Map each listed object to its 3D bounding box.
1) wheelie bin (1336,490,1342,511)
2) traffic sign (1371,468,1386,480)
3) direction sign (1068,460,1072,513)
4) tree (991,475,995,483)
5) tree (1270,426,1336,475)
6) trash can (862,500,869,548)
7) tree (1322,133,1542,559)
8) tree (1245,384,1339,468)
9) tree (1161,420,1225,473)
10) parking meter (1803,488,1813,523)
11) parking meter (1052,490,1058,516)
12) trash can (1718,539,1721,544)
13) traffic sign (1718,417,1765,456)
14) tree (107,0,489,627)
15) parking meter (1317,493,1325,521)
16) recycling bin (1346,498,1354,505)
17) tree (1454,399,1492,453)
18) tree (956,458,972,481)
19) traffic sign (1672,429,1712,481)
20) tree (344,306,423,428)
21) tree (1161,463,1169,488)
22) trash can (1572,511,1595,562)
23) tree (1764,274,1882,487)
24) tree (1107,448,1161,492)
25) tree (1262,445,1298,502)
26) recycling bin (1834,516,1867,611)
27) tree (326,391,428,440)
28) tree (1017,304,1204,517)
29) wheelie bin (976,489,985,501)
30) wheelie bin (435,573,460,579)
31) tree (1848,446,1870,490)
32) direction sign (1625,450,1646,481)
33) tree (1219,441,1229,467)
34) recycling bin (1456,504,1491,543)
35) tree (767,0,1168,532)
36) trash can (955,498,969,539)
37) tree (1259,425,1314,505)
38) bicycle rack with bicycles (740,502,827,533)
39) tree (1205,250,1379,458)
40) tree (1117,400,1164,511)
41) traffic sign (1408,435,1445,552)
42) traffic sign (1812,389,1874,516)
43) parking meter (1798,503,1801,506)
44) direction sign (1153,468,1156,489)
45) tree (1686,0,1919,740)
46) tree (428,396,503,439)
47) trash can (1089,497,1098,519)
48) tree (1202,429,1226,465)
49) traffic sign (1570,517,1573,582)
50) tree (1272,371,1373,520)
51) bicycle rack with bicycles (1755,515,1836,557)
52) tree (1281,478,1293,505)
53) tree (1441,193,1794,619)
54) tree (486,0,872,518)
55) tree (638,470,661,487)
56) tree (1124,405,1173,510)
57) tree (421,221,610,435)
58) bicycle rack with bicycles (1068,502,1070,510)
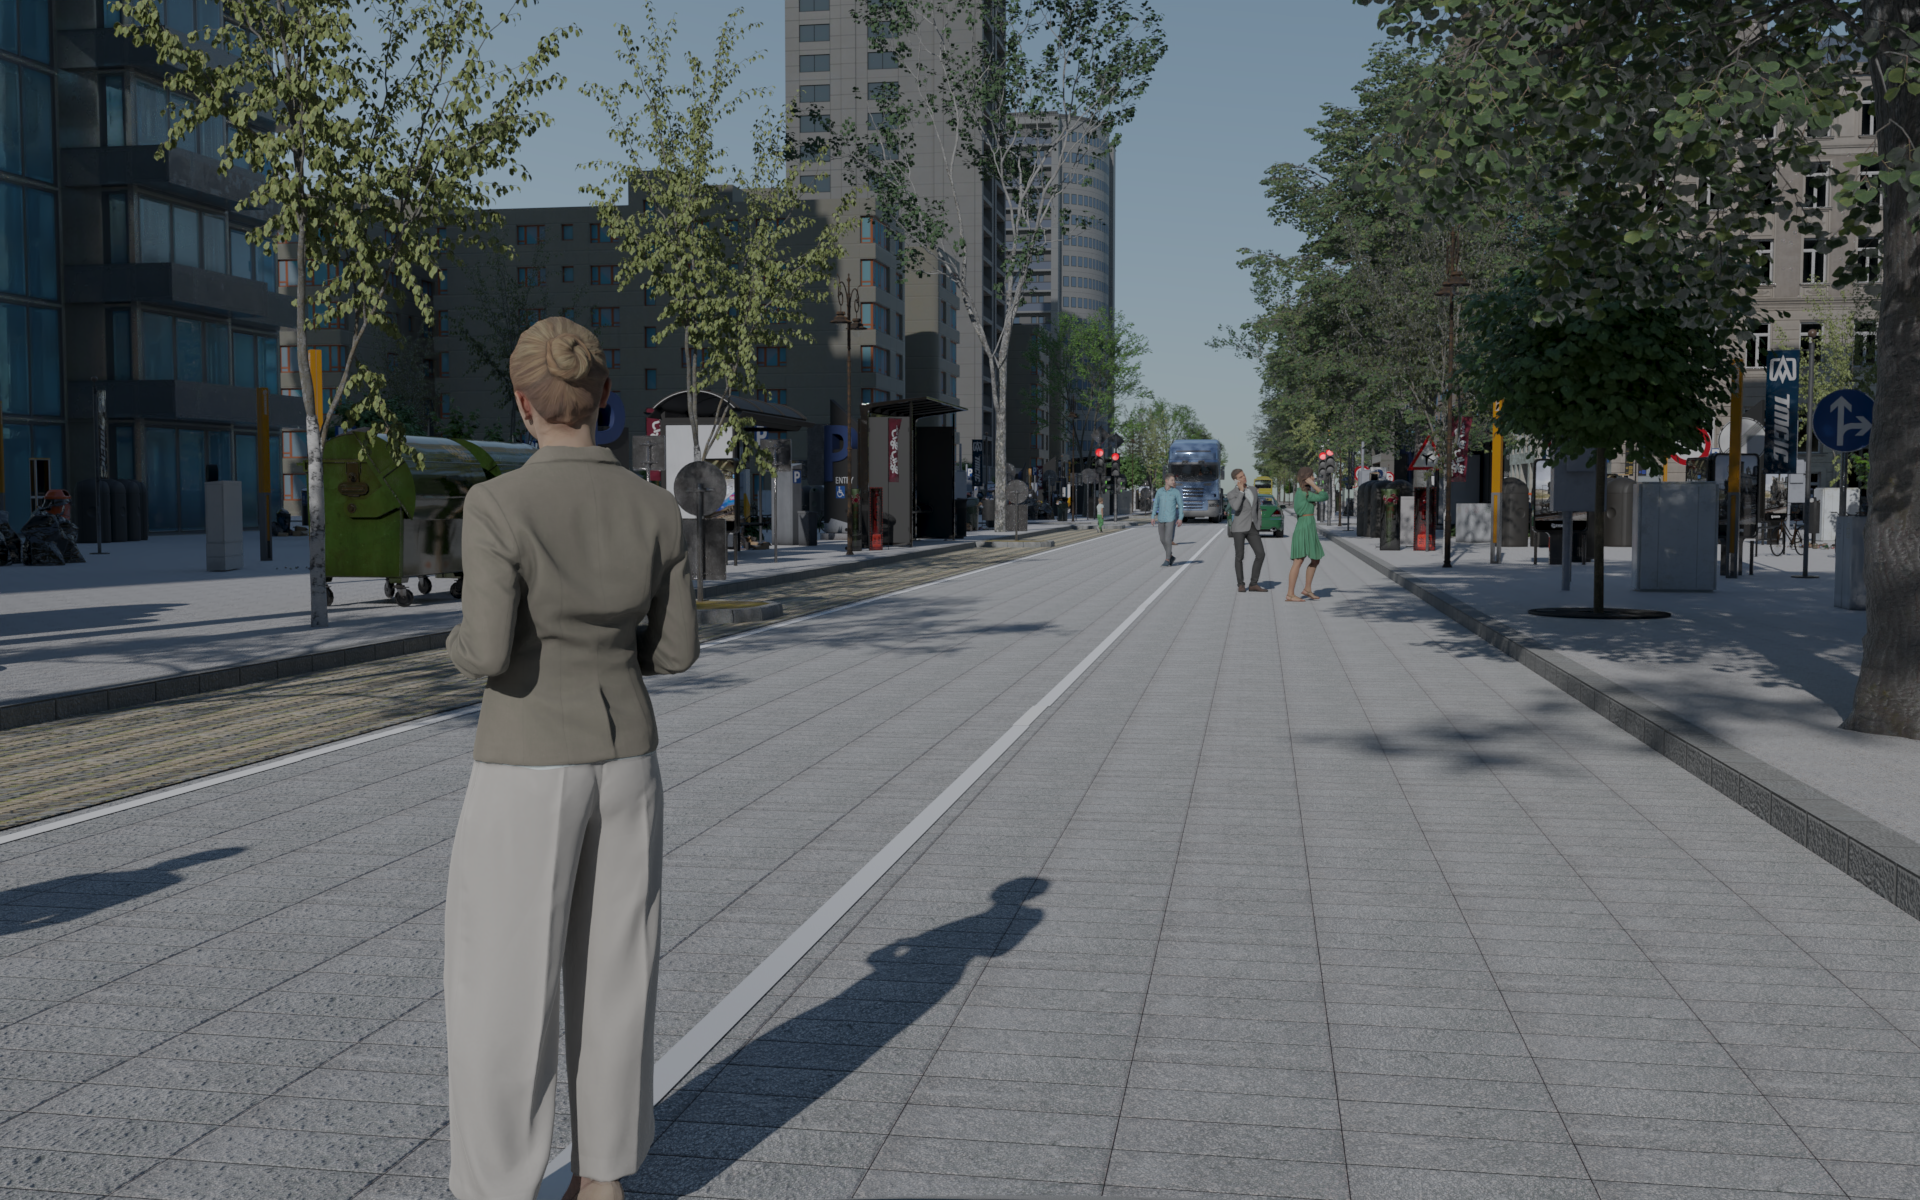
[{"bbox_3d":[27.924,-7.368,128.373,0.693,1.594,0.980,3,4,36],"label":"wheelie bin"},{"bbox_3d":[15.982,-3.918,66.187,0.606,2.300,0.079,1,4,16],"label":"traffic sign"},{"bbox_3d":[7.390,-7.533,115.166,0.379,3.537,0.876,2,4,32],"label":"direction sign"},{"bbox_3d":[3.030,-9.507,150.039,1.663,3.219,1.824,0,3,0],"label":"tree"},{"bbox_3d":[35.267,-14.793,176.275,7.601,10.594,8.767,-2,4,-34],"label":"tree"},{"bbox_3d":[-2.197,-1.802,41.116,0.748,1.137,0.748,0,3,0],"label":"trash can"},{"bbox_3d":[9.445,-5.129,34.223,4.360,8.622,3.978,0,3,0],"label":"tree"},{"bbox_3d":[31.314,-15.168,158.360,12.009,13.543,11.850,0,3,0],"label":"tree"},{"bbox_3d":[27.731,-16.913,210.933,8.767,10.594,7.601,-2,4,-26],"label":"tree"},{"bbox_3d":[37.236,-4.137,76.056,0.372,1.533,0.369,0,3,0],"label":"parking meter"},{"bbox_3d":[5.490,-5.604,100.037,0.372,1.533,0.369,0,3,0],"label":"parking meter"},{"bbox_3d":[19.564,-1.985,44.110,0.748,1.137,0.748,0,3,0],"label":"trash can"},{"bbox_3d":[13.023,-1.760,28.885,0.768,2.556,0.104,1,4,16],"label":"traffic sign"},{"bbox_3d":[-5.960,-4.046,16.518,4.737,8.622,4.395,0,3,0],"label":"tree"},{"bbox_3d":[17.202,-4.533,82.524,0.372,1.533,0.369,0,3,0],"label":"parking meter"},{"bbox_3d":[24.793,-5.920,109.341,0.722,1.027,0.722,0,4,0],"label":"recycling bin"},{"bbox_3d":[29.118,-8.816,94.507,4.737,8.622,4.395,0,3,0],"label":"tree"},{"bbox_3d":[0.336,-10.426,154.173,4.285,4.588,4.351,0,3,0],"label":"tree"},{"bbox_3d":[13.197,-1.915,31.424,0.768,2.556,0.104,1,4,11],"label":"traffic sign"},{"bbox_3d":[-21.663,-7.140,67.103,4.360,8.622,3.978,0,3,0],"label":"tree"},{"bbox_3d":[17.876,-10.704,158.726,4.285,4.588,4.351,0,3,0],"label":"tree"},{"bbox_3d":[11.684,-1.286,32.686,0.748,1.137,0.748,0,3,0],"label":"trash can"},{"bbox_3d":[28.548,-6.476,56.252,4.737,8.622,4.395,0,3,0],"label":"tree"},{"bbox_3d":[11.717,-8.478,122.329,4.285,4.588,4.351,0,3,0],"label":"tree"},{"bbox_3d":[51.930,-21.466,276.727,9.928,11.665,9.643,0,3,0],"label":"tree"},{"bbox_3d":[10.238,-0.414,19.319,0.722,1.027,0.722,1,4,13],"label":"recycling bin"},{"bbox_3d":[-17.405,-4.151,51.590,4.285,4.588,4.351,0,3,0],"label":"tree"},{"bbox_3d":[6.949,-10.420,96.121,9.928,11.665,9.643,0,3,0],"label":"tree"},{"bbox_3d":[1.461,-6.306,111.004,0.693,1.594,0.980,2,4,32],"label":"wheelie bin"},{"bbox_3d":[-7.670,-1.135,26.472,0.980,1.594,0.693,2,4,23],"label":"wheelie bin"},{"bbox_3d":[23.048,-2.985,43.413,1.663,3.219,1.824,0,3,0],"label":"tree"},{"bbox_3d":[29.253,-5.078,75.015,0.876,3.537,0.379,2,4,29],"label":"direction sign"},{"bbox_3d":[22.437,-15.867,185.184,9.928,11.665,9.643,0,3,0],"label":"tree"},{"bbox_3d":[13.668,-2.046,46.008,0.722,1.027,0.722,-1,4,-17],"label":"recycling bin"},{"bbox_3d":[0.336,-12.419,58.946,12.611,20.169,13.585,0,3,0],"label":"tree"},{"bbox_3d":[-0.113,-2.327,49.692,0.748,1.137,0.748,0,3,0],"label":"trash can"},{"bbox_3d":[37.396,-16.914,194.664,7.486,12.596,7.792,0,3,0],"label":"tree"},{"bbox_3d":[-5.446,-2.658,56.847,2.925,0.926,2.852,0,4,3],"label":"bicycle rack with bicycles"},{"bbox_3d":[25.758,-17.059,134.809,12.611,20.169,13.585,0,3,0],"label":"tree"},{"bbox_3d":[13.484,-11.169,132.976,4.360,8.622,3.978,0,3,0],"label":"tree"},{"bbox_3d":[10.372,-2.348,38.399,0.884,2.594,0.081,1,4,12],"label":"traffic sign"},{"bbox_3d":[10.748,-1.283,21.078,0.768,2.556,0.104,1,4,14],"label":"traffic sign"},{"bbox_3d":[41.347,-4.886,85.598,0.399,1.863,0.255,1,4,15],"label":"parking meter"},{"bbox_3d":[17.241,-9.876,153.467,0.379,3.537,0.876,0,4,-7],"label":"direction sign"},{"bbox_3d":[5.250,-6.251,8.860,9.857,13.997,8.962,0,3,0],"label":"tree"},{"bbox_3d":[-10.014,-2.431,34.344,1.663,3.219,1.824,0,3,0],"label":"tree"},{"bbox_3d":[6.934,-4.791,89.994,0.748,1.137,0.748,0,3,0],"label":"trash can"},{"bbox_3d":[42.042,-23.247,298.206,7.486,12.596,7.792,0,3,0],"label":"tree"},{"bbox_3d":[8.914,-1.541,25.298,0.768,2.556,0.104,1,4,14],"label":"traffic sign"},{"bbox_3d":[19.847,-8.786,94.007,4.737,8.622,4.395,0,3,0],"label":"tree"},{"bbox_3d":[17.711,-1.349,35.431,2.852,0.926,2.925,3,5,43],"label":"bicycle rack with bicycles"},{"bbox_3d":[48.695,-16.041,256.868,1.663,3.219,1.824,0,3,0],"label":"tree"},{"bbox_3d":[6.870,-2.112,18.251,4.285,4.588,4.351,0,3,0],"label":"tree"},{"bbox_3d":[-3.809,-4.658,26.525,4.737,8.622,4.395,0,3,0],"label":"tree"},{"bbox_3d":[-16.965,-6.025,93.115,1.663,3.219,1.824,0,3,0],"label":"tree"},{"bbox_3d":[15.657,-11.723,142.027,4.737,8.622,4.395,0,3,0],"label":"tree"},{"bbox_3d":[-11.854,-5.921,47.179,4.360,8.622,3.978,0,3,0],"label":"tree"},{"bbox_3d":[9.806,-7.532,136.535,2.852,0.926,2.925,0,4,-8],"label":"bicycle rack with bicycles"}]
